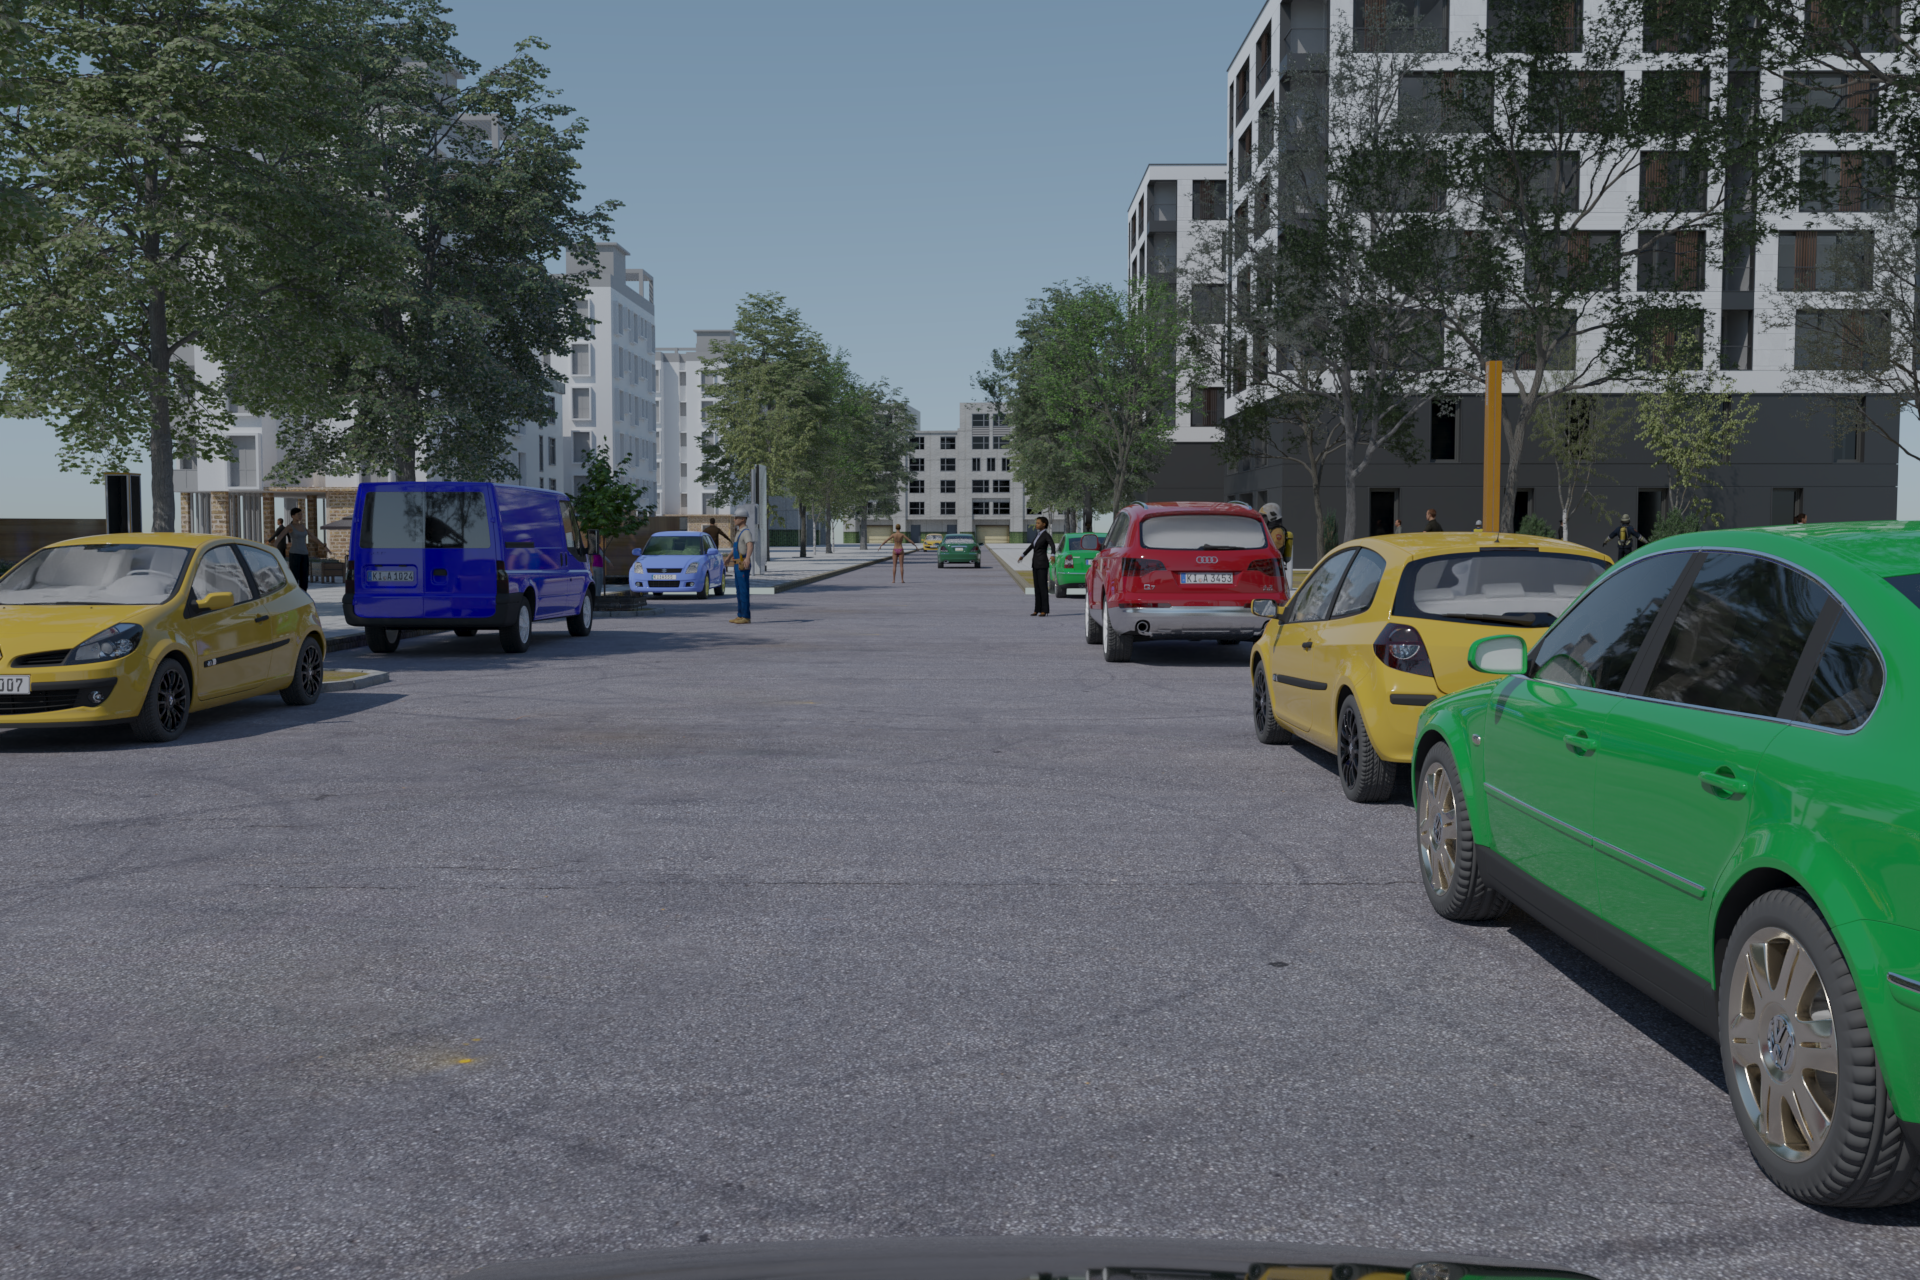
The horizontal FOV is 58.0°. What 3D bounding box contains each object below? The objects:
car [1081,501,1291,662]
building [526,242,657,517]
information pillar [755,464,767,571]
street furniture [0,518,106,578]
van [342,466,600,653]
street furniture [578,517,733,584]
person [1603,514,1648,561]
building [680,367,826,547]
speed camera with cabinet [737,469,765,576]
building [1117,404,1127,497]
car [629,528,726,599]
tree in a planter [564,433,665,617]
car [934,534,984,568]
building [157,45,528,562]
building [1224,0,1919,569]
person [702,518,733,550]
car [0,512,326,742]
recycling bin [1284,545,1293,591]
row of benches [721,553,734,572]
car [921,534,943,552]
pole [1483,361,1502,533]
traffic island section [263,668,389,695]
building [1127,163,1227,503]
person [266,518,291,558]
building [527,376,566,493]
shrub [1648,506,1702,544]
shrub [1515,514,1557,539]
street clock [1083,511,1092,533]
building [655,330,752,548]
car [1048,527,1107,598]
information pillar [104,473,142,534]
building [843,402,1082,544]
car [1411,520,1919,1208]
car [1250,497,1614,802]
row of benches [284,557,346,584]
[{"bbox_3d":[2.636,-0.748,20.903,2.281,1.827,5.304,0,4,0],"label":"car"},{"bbox_3d":[-27.275,-15.735,113.686,16.016,20.090,11.380,0,4,1],"label":"building"},{"bbox_3d":[-6.801,-4.149,59.145,0.184,3.620,1.656,0,4,1],"label":"information pillar"},{"bbox_3d":[-28.164,-2.566,48.809,11.010,1.723,9.812,3,5,45],"label":"street furniture"},{"bbox_3d":[-6.151,-1.109,22.511,2.240,2.365,5.245,0,4,1],"label":"van"},{"bbox_3d":[-9.140,-2.494,47.639,9.812,1.723,11.010,-1,4,-15],"label":"street furniture"},{"bbox_3d":[19.473,-2.747,50.691,1.354,1.856,0.705,3,4,38],"label":"person"},{"bbox_3d":[-24.805,-20.007,193.576,16.747,18.905,31.486,0,4,1],"label":"building"},{"bbox_3d":[-6.477,-3.626,53.613,0.660,3.252,2.038,0,4,1],"label":"speed camera with cabinet"},{"bbox_3d":[25.874,-19.151,179.577,16.747,18.905,31.486,0,4,0],"label":"building"},{"bbox_3d":[-6.358,-1.807,39.128,1.945,1.707,3.694,0,4,1],"label":"car"},{"bbox_3d":[-6.357,-2.058,30.865,1.991,3.239,1.994,0,4,1],"label":"tree in a planter"},{"bbox_3d":[-0.037,-3.778,73.569,2.131,1.459,4.920,0,3,0],"label":"car"},{"bbox_3d":[-25.468,-12.975,68.566,16.016,20.090,11.380,0,4,1],"label":"building"},{"bbox_3d":[25.678,-14.370,78.925,27.936,21.610,32.646,0,3,0],"label":"building"},{"bbox_3d":[-8.108,-3.098,56.792,1.346,1.812,0.704,0,4,-8],"label":"person"},{"bbox_3d":[-6.274,-0.178,13.133,2.015,1.641,3.980,0,3,0],"label":"car"},{"bbox_3d":[7.176,-1.649,39.520,0.722,1.027,0.722,0,4,1],"label":"recycling bin"},{"bbox_3d":[-8.815,-2.683,59.329,4.104,0.672,1.422,3,4,38],"label":"row of benches"},{"bbox_3d":[-2.049,-7.824,138.142,2.015,1.641,3.980,0,4,1],"label":"car"},{"bbox_3d":[6.298,-1.632,20.526,0.158,3.312,0.155,0,3,0],"label":"pole"},{"bbox_3d":[-6.548,0.397,16.369,1.991,0.108,1.994,0,4,1],"label":"traffic island section"},{"bbox_3d":[24.551,-16.392,111.980,27.936,21.610,32.646,0,4,1],"label":"building"},{"bbox_3d":[-21.949,-3.041,55.939,0.704,1.802,1.346,1,4,11],"label":"person"},{"bbox_3d":[-26.550,-9.459,96.803,9.099,9.664,28.070,0,4,1],"label":"building"},{"bbox_3d":[18.233,-2.423,44.043,1.690,2.028,1.600,0,3,0],"label":"shrub"},{"bbox_3d":[19.490,-3.337,58.984,1.690,2.028,1.600,0,3,0],"label":"shrub"},{"bbox_3d":[4.047,-3.066,54.699,0.358,2.002,0.471,0,4,-1],"label":"street clock"},{"bbox_3d":[-25.980,-18.657,161.459,16.016,20.090,11.380,0,3,0],"label":"building"},{"bbox_3d":[3.007,-1.917,40.144,1.959,1.807,4.718,0,4,-1],"label":"car"},{"bbox_3d":[-10.042,-0.999,20.833,0.304,2.012,0.304,0,3,0],"label":"information pillar"},{"bbox_3d":[0.789,-22.654,239.310,31.486,18.905,16.747,0,4,6],"label":"building"},{"bbox_3d":[2.649,0.228,5.064,1.959,1.807,4.718,0,3,0],"label":"car"},{"bbox_3d":[2.900,-0.028,10.680,2.015,1.641,3.980,0,4,-1],"label":"car"},{"bbox_3d":[-17.485,-1.906,46.627,1.422,0.672,4.104,-3,4,-36],"label":"row of benches"}]
